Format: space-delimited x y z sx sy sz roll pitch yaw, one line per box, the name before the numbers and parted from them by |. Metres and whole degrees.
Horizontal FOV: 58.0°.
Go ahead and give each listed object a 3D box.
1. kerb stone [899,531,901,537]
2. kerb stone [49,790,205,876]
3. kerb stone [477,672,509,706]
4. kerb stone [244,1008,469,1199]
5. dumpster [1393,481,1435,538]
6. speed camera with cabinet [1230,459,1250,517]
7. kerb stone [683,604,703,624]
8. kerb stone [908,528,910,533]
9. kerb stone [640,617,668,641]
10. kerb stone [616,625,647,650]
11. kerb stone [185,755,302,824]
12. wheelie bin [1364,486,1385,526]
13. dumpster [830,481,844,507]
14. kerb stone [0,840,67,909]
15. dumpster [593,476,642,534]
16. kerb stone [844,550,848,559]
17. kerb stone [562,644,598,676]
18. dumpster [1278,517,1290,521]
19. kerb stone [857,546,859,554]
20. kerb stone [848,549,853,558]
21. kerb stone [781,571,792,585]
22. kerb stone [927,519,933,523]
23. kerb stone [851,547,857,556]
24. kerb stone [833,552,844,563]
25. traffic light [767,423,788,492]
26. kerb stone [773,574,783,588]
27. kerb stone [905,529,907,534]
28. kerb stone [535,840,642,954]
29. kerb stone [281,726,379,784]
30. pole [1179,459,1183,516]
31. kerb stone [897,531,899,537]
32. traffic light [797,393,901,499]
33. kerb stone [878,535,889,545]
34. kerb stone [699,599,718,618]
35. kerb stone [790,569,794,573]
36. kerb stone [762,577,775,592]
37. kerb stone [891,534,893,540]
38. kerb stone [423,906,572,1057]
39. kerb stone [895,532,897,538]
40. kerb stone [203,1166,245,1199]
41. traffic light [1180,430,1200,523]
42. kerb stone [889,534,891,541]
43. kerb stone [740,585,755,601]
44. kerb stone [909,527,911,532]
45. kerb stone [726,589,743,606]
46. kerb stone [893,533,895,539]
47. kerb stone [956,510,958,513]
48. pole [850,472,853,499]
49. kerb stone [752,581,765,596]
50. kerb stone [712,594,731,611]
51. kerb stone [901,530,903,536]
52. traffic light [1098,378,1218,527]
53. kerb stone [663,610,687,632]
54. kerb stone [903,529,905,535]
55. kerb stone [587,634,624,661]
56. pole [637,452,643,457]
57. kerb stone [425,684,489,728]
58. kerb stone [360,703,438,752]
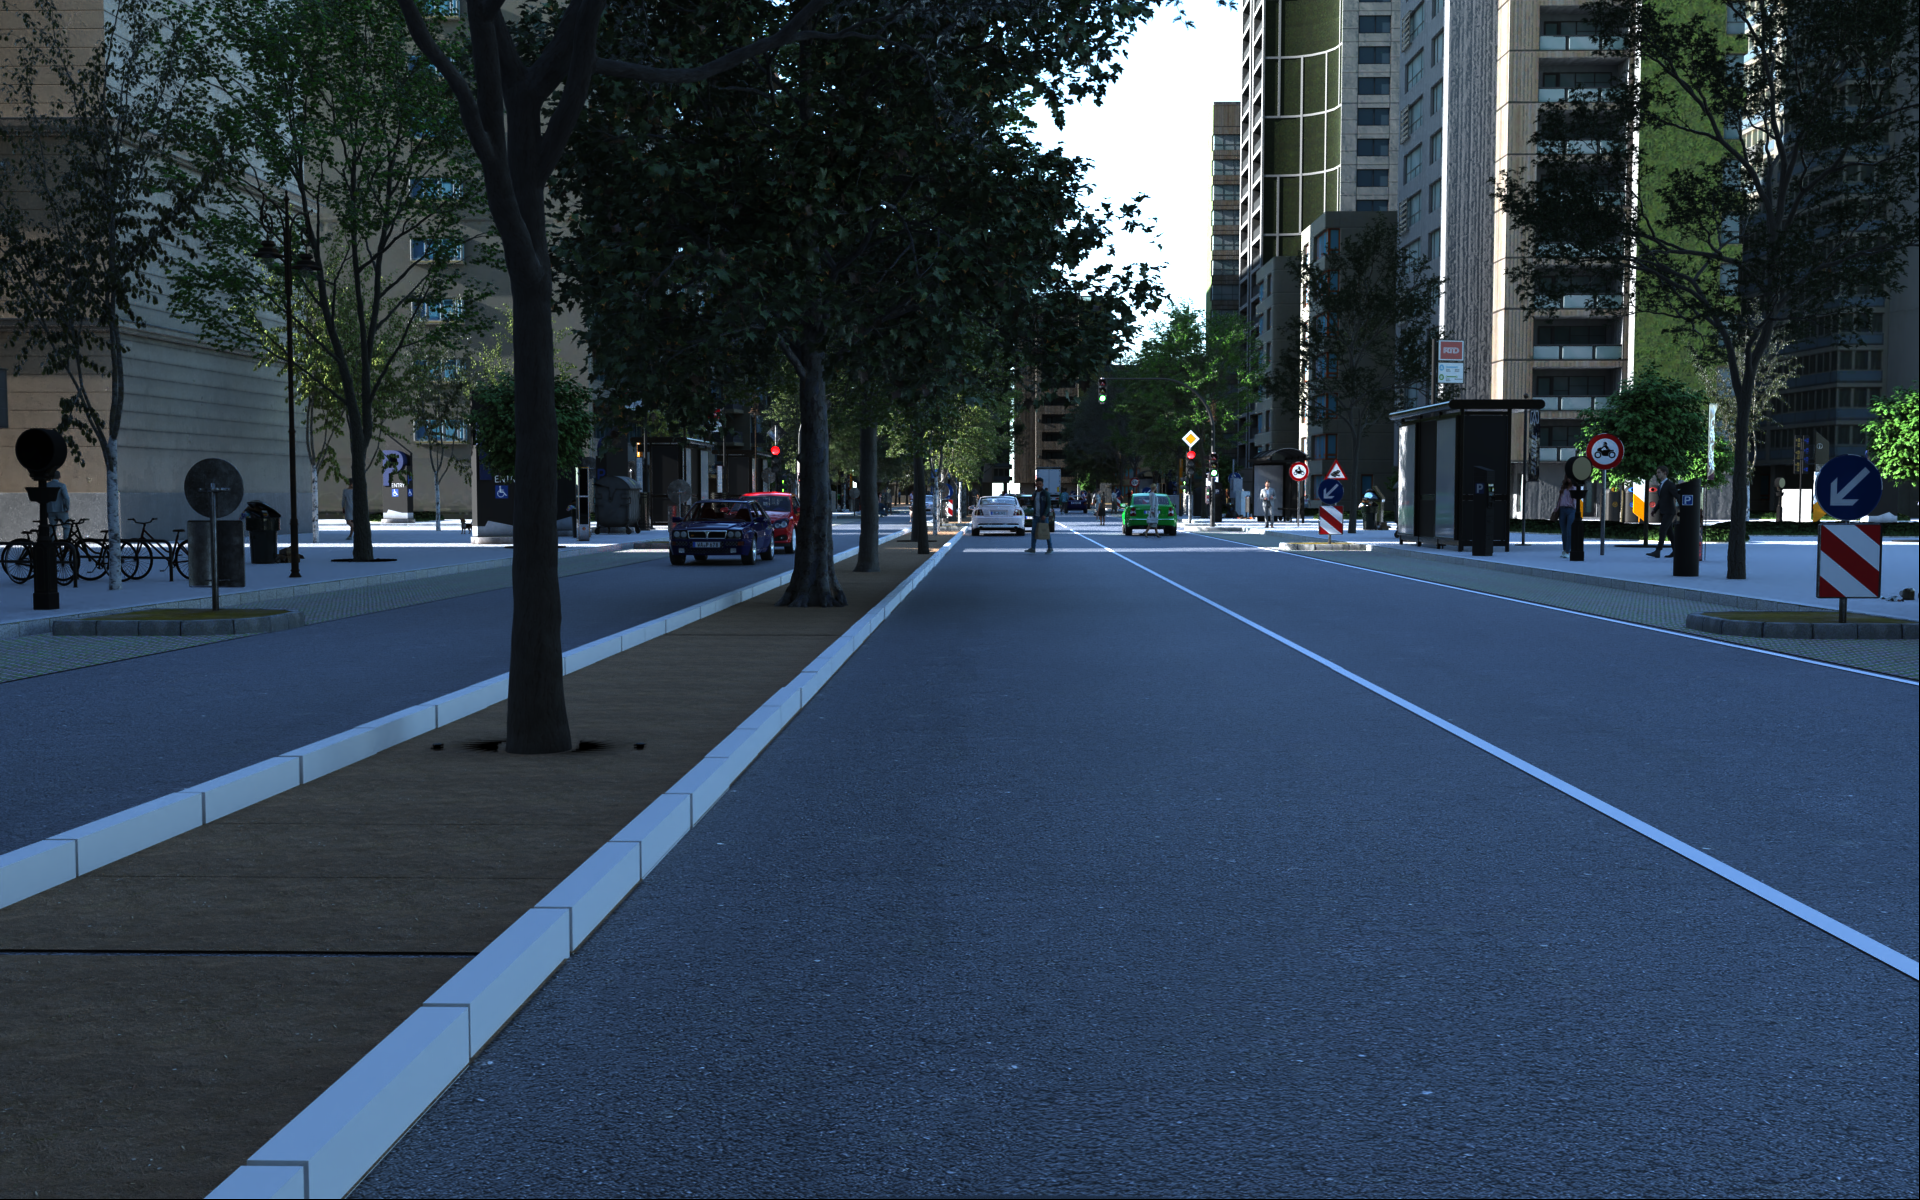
kerb stone | -2.116 -2.137 57.137 0.120 0.150 1.000 0 4 1
kerb stone | -3.329 0.933 6.944 0.120 0.150 1.000 0 4 1
kerb stone | -3.211 0.622 12.071 0.120 0.150 1.000 0 4 1
kerb stone | -1.301 1.123 3.836 0.120 0.150 1.000 0 4 1
dumpster | 13.263 -2.695 49.817 1.264 1.857 1.865 0 4 1
speed camera with cabinet | 15.715 -6.288 97.137 0.660 3.252 2.038 -1 4 -9
kerb stone | -3.033 0.185 19.232 0.120 0.150 1.000 0 4 1
kerb stone | -1.984 -2.447 62.260 0.120 0.150 1.000 0 4 1
kerb stone | -3.080 0.307 17.181 0.120 0.150 1.000 0 4 1
kerb stone | -3.103 0.369 16.159 0.120 0.150 1.000 0 4 1
kerb stone | -3.302 0.873 7.970 0.120 0.150 1.000 0 4 1
wheelie bin | 15.796 -3.554 66.009 0.693 1.594 0.980 2 4 25
dumpster | -9.462 -7.730 128.873 1.502 2.255 1.985 0 4 2
kerb stone | -3.351 0.995 5.923 0.120 0.150 1.000 0 4 1
dumpster | -11.012 -3.051 55.635 1.264 1.857 1.865 0 4 1
kerb stone | -2.585 -0.943 37.657 0.120 0.150 1.000 0 4 1
kerb stone | -3.149 0.494 14.116 0.120 0.150 1.000 0 4 1
dumpster | 15.024 -4.910 82.779 1.502 2.255 1.985 0 4 2
kerb stone | -2.511 -1.134 40.735 0.120 0.150 1.000 0 4 1
kerb stone | -2.554 -1.003 38.682 0.120 0.150 1.000 0 4 1
kerb stone | -2.826 -0.320 27.420 0.120 0.150 1.000 0 4 1
kerb stone | -1.422 -3.865 85.390 0.120 0.150 1.000 0 4 1
kerb stone | -2.530 -1.070 39.704 0.120 0.150 1.000 0 4 1
kerb stone | -2.609 -0.875 36.631 0.120 0.150 1.000 0 4 1
traffic light | -7.198 -4.845 68.144 0.839 4.253 0.868 0 4 1
kerb stone | -2.860 -0.255 26.399 0.120 0.150 1.000 0 4 1
kerb stone | -2.034 -2.320 60.217 0.120 0.150 1.000 0 4 1
kerb stone | -1.253 0.998 5.886 0.120 0.150 1.000 0 4 1
kerb stone | -3.270 0.807 8.995 0.120 0.150 1.000 0 4 1
pole | 12.713 -6.471 99.640 0.158 3.312 0.155 0 3 0
kerb stone | -2.132 -2.075 56.115 0.120 0.150 1.000 0 4 1
traffic light | -4.911 -6.204 76.111 4.771 5.953 1.251 0 4 1
kerb stone | -2.264 -1.759 50.980 0.120 0.150 1.000 0 4 1
kerb stone | -3.004 0.119 20.255 0.120 0.150 1.000 0 4 1
kerb stone | -2.812 -0.382 28.442 0.120 0.150 1.000 0 4 1
kerb stone | -2.880 -0.194 25.372 0.120 0.150 1.000 0 4 1
kerb stone | -2.209 -1.886 53.031 0.120 0.150 1.000 0 4 1
kerb stone | -1.281 1.060 4.864 0.120 0.150 1.000 0 4 1
kerb stone | -2.166 -2.012 55.094 0.120 0.150 1.000 0 4 1
kerb stone | -1.325 1.186 2.811 0.120 0.150 1.000 0 4 1
traffic light | 10.052 -5.309 75.731 0.839 4.253 0.868 0 4 1
kerb stone | -2.236 -1.821 52.004 0.120 0.150 1.000 0 4 1
kerb stone | -2.928 -0.069 23.323 0.120 0.150 1.000 0 4 1
kerb stone | -1.964 -2.513 63.282 0.120 0.150 1.000 0 4 1
kerb stone | -2.961 -0.005 22.302 0.120 0.150 1.000 0 4 1
kerb stone | -2.183 -1.949 54.062 0.120 0.150 1.000 0 4 1
kerb stone | -0.043 -7.372 142.756 0.120 0.150 1.000 0 4 1
pole | -8.103 -8.256 128.827 0.158 3.312 0.155 0 3 0
kerb stone | -2.902 -0.132 24.350 0.120 0.150 1.000 0 4 1
kerb stone | -2.980 0.056 21.277 0.120 0.150 1.000 0 4 1
kerb stone | -2.081 -2.200 58.168 0.120 0.150 1.000 0 4 1
traffic light | 7.766 -5.687 67.657 4.771 5.953 1.251 0 4 1
kerb stone | -3.049 0.244 18.202 0.120 0.150 1.000 0 4 1
kerb stone | -2.069 -2.260 59.190 0.120 0.150 1.000 0 4 1
kerb stone | -3.130 0.432 15.138 0.120 0.150 1.000 0 4 1
pole | -12.532 -4.528 67.874 0.158 3.312 0.155 0 3 0
kerb stone | -3.225 0.683 11.040 0.120 0.150 1.000 0 4 1
kerb stone | -3.257 0.745 10.017 0.120 0.150 1.000 0 4 1
